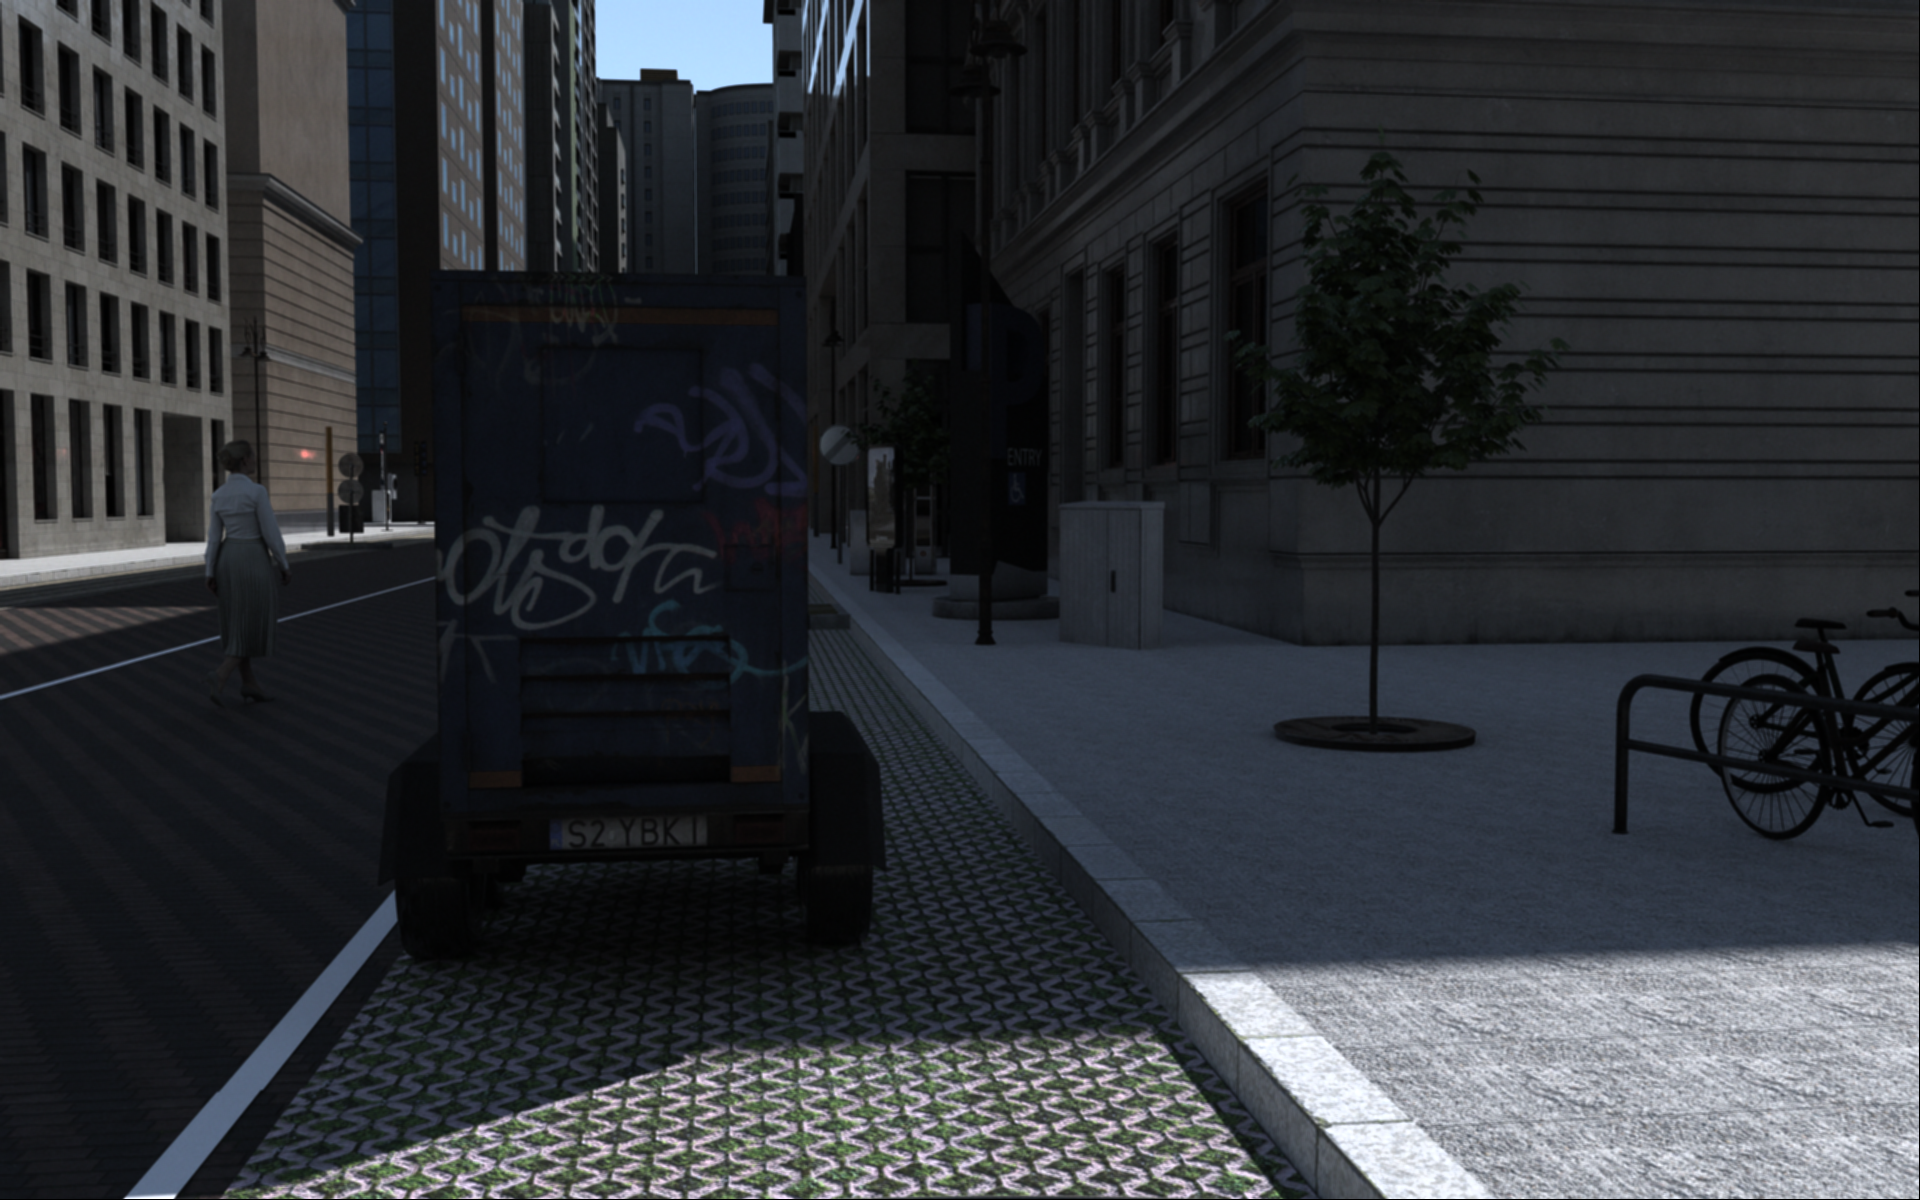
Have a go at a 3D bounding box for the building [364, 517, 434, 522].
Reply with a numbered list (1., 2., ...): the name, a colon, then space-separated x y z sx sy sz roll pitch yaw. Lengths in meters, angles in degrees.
1. building: -31.384 -26.553 84.247 14.600 45.320 14.200 0 4 -7

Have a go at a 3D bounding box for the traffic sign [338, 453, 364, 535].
1. traffic sign: -19.093 -3.316 54.326 0.768 2.556 0.104 0 4 -6

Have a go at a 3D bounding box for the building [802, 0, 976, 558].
1. building: 5.594 -15.121 51.742 19.350 26.468 34.151 0 4 -7

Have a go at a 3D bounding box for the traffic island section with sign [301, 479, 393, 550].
1. traffic island section with sign: -15.883 -2.226 45.026 1.989 1.847 2.006 0 4 -7

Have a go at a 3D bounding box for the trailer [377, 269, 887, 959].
1. trailer: -1.148 0.038 6.435 1.471 1.999 3.904 -1 4 -8

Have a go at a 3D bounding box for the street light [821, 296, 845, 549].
1. street light: -2.976 -4.150 40.648 0.468 5.910 1.993 0 4 -7

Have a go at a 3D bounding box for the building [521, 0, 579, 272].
1. building: -37.908 -27.716 136.749 14.154 41.232 14.086 0 4 -7

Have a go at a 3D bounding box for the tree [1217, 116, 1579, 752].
1. tree: 2.054 -0.877 8.949 1.663 3.219 1.824 0 3 0

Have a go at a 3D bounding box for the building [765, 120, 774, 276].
1. building: -13.232 -36.212 215.775 21.300 48.544 21.600 0 4 -7

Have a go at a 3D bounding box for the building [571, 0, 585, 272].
1. building: -45.673 -51.929 161.718 22.319 86.520 31.000 0 4 -7

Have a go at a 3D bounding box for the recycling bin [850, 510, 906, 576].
1. recycling bin: -1.304 -0.919 27.580 0.722 1.027 0.722 1 4 17

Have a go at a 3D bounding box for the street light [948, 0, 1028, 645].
1. street light: 0.216 -2.558 14.617 0.468 5.910 1.993 0 4 -7

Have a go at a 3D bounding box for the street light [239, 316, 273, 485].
1. street light: -18.299 -4.425 45.144 0.468 5.910 1.993 0 4 -7

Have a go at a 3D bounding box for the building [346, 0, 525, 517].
1. building: -36.762 -28.402 114.489 14.600 45.320 14.200 0 4 -7

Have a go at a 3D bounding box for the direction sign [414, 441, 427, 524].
1. direction sign: -23.165 -5.041 74.412 0.876 3.537 0.379 3 4 39

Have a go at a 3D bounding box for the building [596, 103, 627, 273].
1. building: -51.876 -35.914 210.890 21.600 48.544 21.300 0 4 -7

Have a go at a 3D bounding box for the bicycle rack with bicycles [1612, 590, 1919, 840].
1. bicycle rack with bicycles: 3.714 0.436 6.259 2.852 0.926 2.925 -1 4 -21

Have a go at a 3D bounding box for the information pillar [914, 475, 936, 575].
1. information pillar: -0.552 -1.411 27.560 0.304 2.012 0.304 1 4 12

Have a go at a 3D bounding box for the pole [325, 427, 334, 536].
1. pole: -19.092 -3.585 52.457 0.158 3.312 0.155 0 3 0

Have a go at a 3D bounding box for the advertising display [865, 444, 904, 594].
1. advertising display: -0.984 -1.060 22.549 0.123 1.923 0.974 -2 4 -26

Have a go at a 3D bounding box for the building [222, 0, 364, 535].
1. building: -31.565 -16.610 57.475 20.117 28.700 13.634 0 4 -7

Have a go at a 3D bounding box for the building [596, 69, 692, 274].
1. building: -51.121 -42.835 242.351 28.212 58.520 21.231 0 4 -7

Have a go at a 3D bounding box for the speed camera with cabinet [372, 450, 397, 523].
1. speed camera with cabinet: -25.482 -5.038 76.701 0.660 3.252 2.038 0 4 -3

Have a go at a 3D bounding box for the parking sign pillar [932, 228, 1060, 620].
1. parking sign pillar: 0.423 -1.817 18.173 1.447 3.967 1.447 2 4 33

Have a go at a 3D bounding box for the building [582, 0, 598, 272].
1. building: -48.113 -45.928 189.177 20.563 71.187 20.611 0 4 -7

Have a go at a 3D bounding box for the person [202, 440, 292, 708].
1. person: -4.883 -0.183 11.721 0.478 1.798 0.641 2 4 28

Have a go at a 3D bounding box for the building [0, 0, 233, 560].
1. building: -24.480 -11.279 39.169 10.420 20.320 16.860 0 4 -7

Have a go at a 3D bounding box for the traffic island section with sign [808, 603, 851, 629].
1. traffic island section with sign: -2.254 -0.638 19.066 1.989 1.847 2.006 0 4 -7

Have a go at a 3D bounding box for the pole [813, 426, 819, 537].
1. pole: -4.317 -3.553 51.940 0.158 3.312 0.155 0 3 0

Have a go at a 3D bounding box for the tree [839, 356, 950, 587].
1. tree: -0.579 -1.819 24.336 1.663 3.219 1.824 0 3 0

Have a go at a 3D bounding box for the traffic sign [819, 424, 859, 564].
1. traffic sign: -2.207 -1.937 31.783 0.768 2.556 0.104 0 4 -7

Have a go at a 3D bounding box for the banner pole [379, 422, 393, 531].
1. banner pole: -19.964 -4.282 60.028 0.401 3.779 0.863 0 4 -1

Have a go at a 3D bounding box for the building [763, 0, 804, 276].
1. building: -4.298 -35.395 167.943 28.713 52.752 27.495 0 4 -7

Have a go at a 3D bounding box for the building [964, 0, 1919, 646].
1. building: 6.558 -11.499 24.158 11.583 22.565 21.152 0 4 -7

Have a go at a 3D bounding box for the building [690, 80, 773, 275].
1. building: -23.131 -43.051 245.880 28.212 58.520 21.231 0 4 -7

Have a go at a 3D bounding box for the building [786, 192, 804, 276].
1. building: -4.412 -17.046 108.388 12.332 23.373 15.834 0 4 -7

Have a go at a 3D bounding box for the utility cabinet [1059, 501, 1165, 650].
1. utility cabinet: 1.269 -0.216 14.690 0.306 1.237 1.020 -3 4 -37
